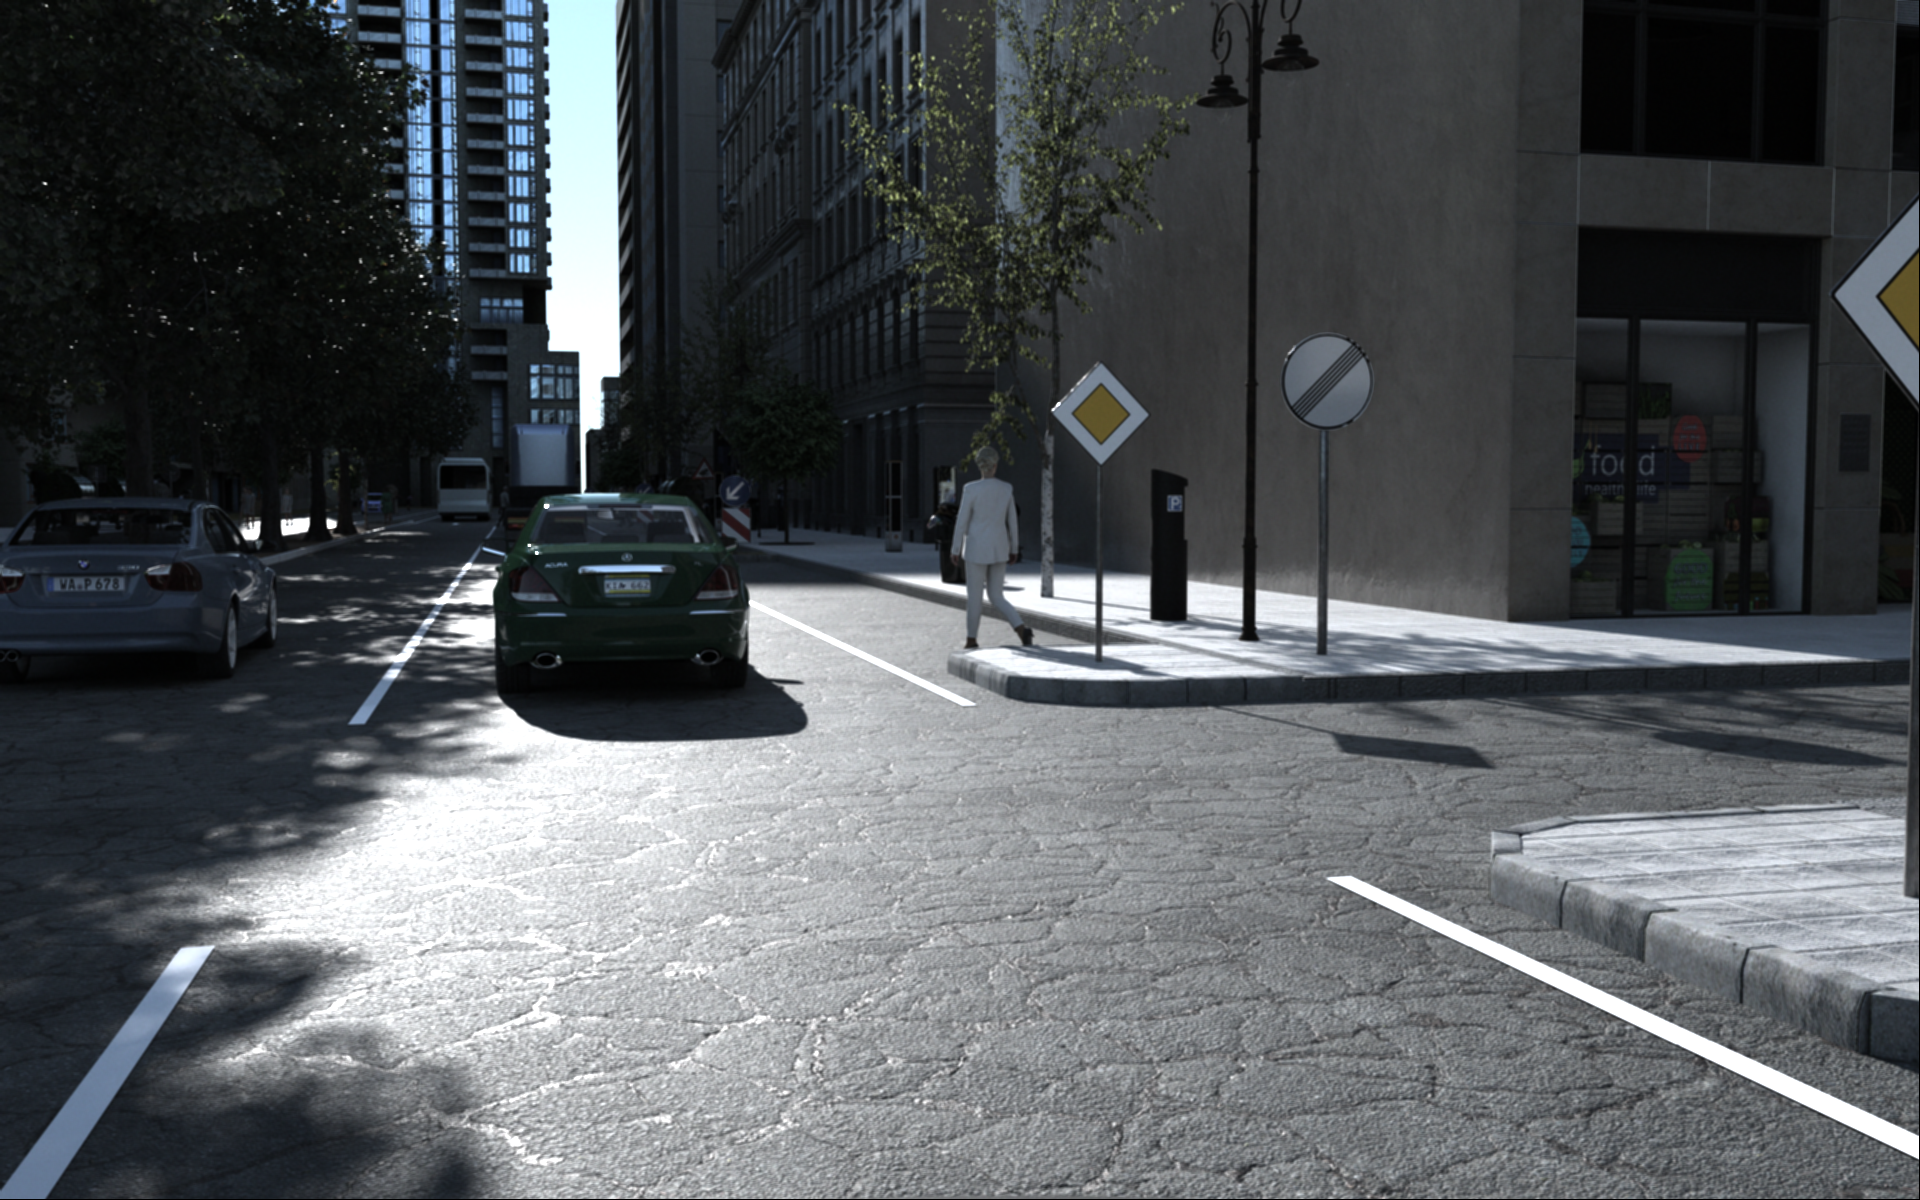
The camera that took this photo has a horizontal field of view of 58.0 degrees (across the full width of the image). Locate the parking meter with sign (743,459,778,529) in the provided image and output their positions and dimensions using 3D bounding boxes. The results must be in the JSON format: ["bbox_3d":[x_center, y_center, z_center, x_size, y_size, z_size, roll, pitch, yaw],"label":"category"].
[{"bbox_3d":[-7.378,-4.130,63.782,0.543,3.016,1.738,2,4,28],"label":"parking meter with sign"}]

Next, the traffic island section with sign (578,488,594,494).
[{"bbox_3d":[-24.132,-6.328,112.083,1.989,1.847,2.006,-1,4,-14],"label":"traffic island section with sign"}]

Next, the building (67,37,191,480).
[{"bbox_3d":[-56.686,-30.593,89.428,28.713,52.752,27.495,-1,4,-14],"label":"building"}]

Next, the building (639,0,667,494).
[{"bbox_3d":[-16.542,-29.384,130.541,14.600,45.320,14.200,-1,4,-14],"label":"building"}]

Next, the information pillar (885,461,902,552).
[{"bbox_3d":[-1.470,-2.075,38.415,0.304,2.012,0.304,-2,4,-23],"label":"information pillar"}]

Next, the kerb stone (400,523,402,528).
[{"bbox_3d":[-23.604,-3.081,72.643,0.120,0.150,1.000,-1,4,-14],"label":"kerb stone"}]

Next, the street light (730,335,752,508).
[{"bbox_3d":[-6.383,-4.760,50.607,0.468,5.910,1.993,-1,4,-14],"label":"street light"}]

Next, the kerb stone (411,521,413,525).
[{"bbox_3d":[-25.377,-3.511,79.618,0.120,0.150,1.000,-1,4,-14],"label":"kerb stone"}]

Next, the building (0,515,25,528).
[{"bbox_3d":[-47.970,-12.950,56.769,27.650,21.520,28.899,-1,4,-14],"label":"building"}]

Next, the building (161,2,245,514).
[{"bbox_3d":[-54.807,-28.226,111.613,14.600,45.320,14.200,-1,4,-14],"label":"building"}]

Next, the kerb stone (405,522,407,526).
[{"bbox_3d":[-24.371,-3.265,75.628,0.120,0.150,1.000,-1,4,-14],"label":"kerb stone"}]

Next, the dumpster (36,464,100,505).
[{"bbox_3d":[-29.216,-3.301,56.459,1.502,2.255,1.985,-1,4,-14],"label":"dumpster"}]

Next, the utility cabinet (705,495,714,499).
[{"bbox_3d":[-11.912,-4.335,82.032,0.306,1.237,1.020,2,4,33],"label":"utility cabinet"}]

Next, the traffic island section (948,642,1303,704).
[{"bbox_3d":[1.082,0.550,13.285,2.009,0.180,2.903,-1,4,-14],"label":"traffic island section"}]

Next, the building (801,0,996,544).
[{"bbox_3d":[1.389,-12.519,53.837,9.793,20.994,18.267,-1,4,-14],"label":"building"}]

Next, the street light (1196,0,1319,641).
[{"bbox_3d":[2.536,-2.583,15.024,0.468,5.910,1.993,-1,4,-14],"label":"street light"}]

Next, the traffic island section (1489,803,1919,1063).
[{"bbox_3d":[3.056,1.024,5.547,2.009,0.180,2.903,-1,4,-14],"label":"traffic island section"}]

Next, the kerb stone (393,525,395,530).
[{"bbox_3d":[-22.595,-2.842,68.658,0.120,0.150,1.000,-1,4,-14],"label":"kerb stone"}]

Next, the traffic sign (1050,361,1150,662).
[{"bbox_3d":[1.061,-0.585,13.202,0.795,2.450,0.064,-1,4,-14],"label":"traffic sign"}]

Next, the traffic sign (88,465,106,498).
[{"bbox_3d":[-30.219,-3.581,60.673,0.606,2.300,0.079,0,4,-7],"label":"traffic sign"}]

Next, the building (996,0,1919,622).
[{"bbox_3d":[19.580,-13.790,29.981,34.151,26.468,19.350,-1,4,-14],"label":"building"}]

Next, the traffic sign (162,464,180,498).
[{"bbox_3d":[-33.232,-4.455,72.951,0.768,2.556,0.104,-1,4,-8],"label":"traffic sign"}]

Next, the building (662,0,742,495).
[{"bbox_3d":[-8.334,-34.761,110.347,21.231,58.520,28.212,-1,4,-14],"label":"building"}]

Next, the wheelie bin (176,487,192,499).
[{"bbox_3d":[-34.733,-4.260,77.564,0.693,1.594,0.980,-2,4,-26],"label":"wheelie bin"}]

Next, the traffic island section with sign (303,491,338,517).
[{"bbox_3d":[-39.804,-6.072,107.905,1.989,1.847,2.006,-1,4,-14],"label":"traffic island section with sign"}]

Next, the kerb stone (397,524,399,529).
[{"bbox_3d":[-23.103,-2.963,70.660,0.120,0.150,1.000,-1,4,-14],"label":"kerb stone"}]

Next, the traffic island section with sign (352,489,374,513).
[{"bbox_3d":[-46.473,-7.670,134.026,1.989,1.847,2.006,-1,4,-14],"label":"traffic island section with sign"}]

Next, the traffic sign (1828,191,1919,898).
[{"bbox_3d":[3.035,-0.111,5.464,0.795,2.450,0.064,-1,4,-14],"label":"traffic sign"}]

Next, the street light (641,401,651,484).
[{"bbox_3d":[-15.552,-6.932,86.127,0.468,5.910,1.993,-1,4,-14],"label":"street light"}]

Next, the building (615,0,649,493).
[{"bbox_3d":[-18.047,-32.150,149.350,21.300,48.544,21.600,-1,4,-14],"label":"building"}]

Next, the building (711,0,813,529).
[{"bbox_3d":[-3.203,-17.005,75.298,12.463,27.353,25.104,-1,4,-14],"label":"building"}]

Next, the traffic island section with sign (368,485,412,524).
[{"bbox_3d":[-27.400,-4.593,83.233,2.006,1.907,1.989,-1,4,-14],"label":"traffic island section with sign"}]

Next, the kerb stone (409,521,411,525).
[{"bbox_3d":[-25.130,-3.451,78.615,0.120,0.150,1.000,-1,4,-14],"label":"kerb stone"}]

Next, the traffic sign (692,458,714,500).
[{"bbox_3d":[-9.117,-3.780,61.811,0.884,2.594,0.081,-1,4,-12],"label":"traffic sign"}]

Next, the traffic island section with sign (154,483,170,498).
[{"bbox_3d":[-27.405,-3.096,59.254,1.989,1.847,2.006,-1,4,-14],"label":"traffic island section with sign"}]

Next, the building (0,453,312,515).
[{"bbox_3d":[-67.414,-17.722,134.793,28.899,21.520,27.650,-1,4,-14],"label":"building"}]

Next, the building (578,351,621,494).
[{"bbox_3d":[-24.276,-53.263,183.522,31.000,86.520,22.319,-1,4,-14],"label":"building"}]

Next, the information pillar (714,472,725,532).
[{"bbox_3d":[-8.146,-3.319,58.753,0.304,2.012,0.304,0,4,6],"label":"information pillar"}]

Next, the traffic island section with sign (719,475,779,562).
[{"bbox_3d":[-5.017,-1.745,37.157,1.989,1.847,2.006,-1,4,-14],"label":"traffic island section with sign"}]

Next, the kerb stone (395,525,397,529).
[{"bbox_3d":[-22.847,-2.894,69.661,0.120,0.150,1.000,-1,4,-14],"label":"kerb stone"}]

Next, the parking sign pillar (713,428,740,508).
[{"bbox_3d":[-9.561,-5.051,71.055,1.447,3.967,1.447,2,4,28],"label":"parking sign pillar"}]

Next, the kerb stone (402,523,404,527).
[{"bbox_3d":[-23.856,-3.146,73.634,0.120,0.150,1.000,-1,4,-14],"label":"kerb stone"}]

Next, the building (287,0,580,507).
[{"bbox_3d":[-55.254,-52.813,176.167,31.000,86.520,22.319,-1,4,-14],"label":"building"}]

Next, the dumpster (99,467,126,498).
[{"bbox_3d":[-30.567,-3.645,62.091,1.502,2.255,1.985,-1,4,-14],"label":"dumpster"}]

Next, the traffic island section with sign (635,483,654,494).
[{"bbox_3d":[-11.674,-3.343,63.280,1.989,1.847,2.006,-1,4,-14],"label":"traffic island section with sign"}]

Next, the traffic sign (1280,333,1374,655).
[{"bbox_3d":[2.895,-0.836,13.777,0.768,2.556,0.104,-1,4,-9],"label":"traffic sign"}]

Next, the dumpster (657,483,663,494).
[{"bbox_3d":[-11.948,-4.070,72.305,1.264,1.857,1.865,-1,4,-14],"label":"dumpster"}]
